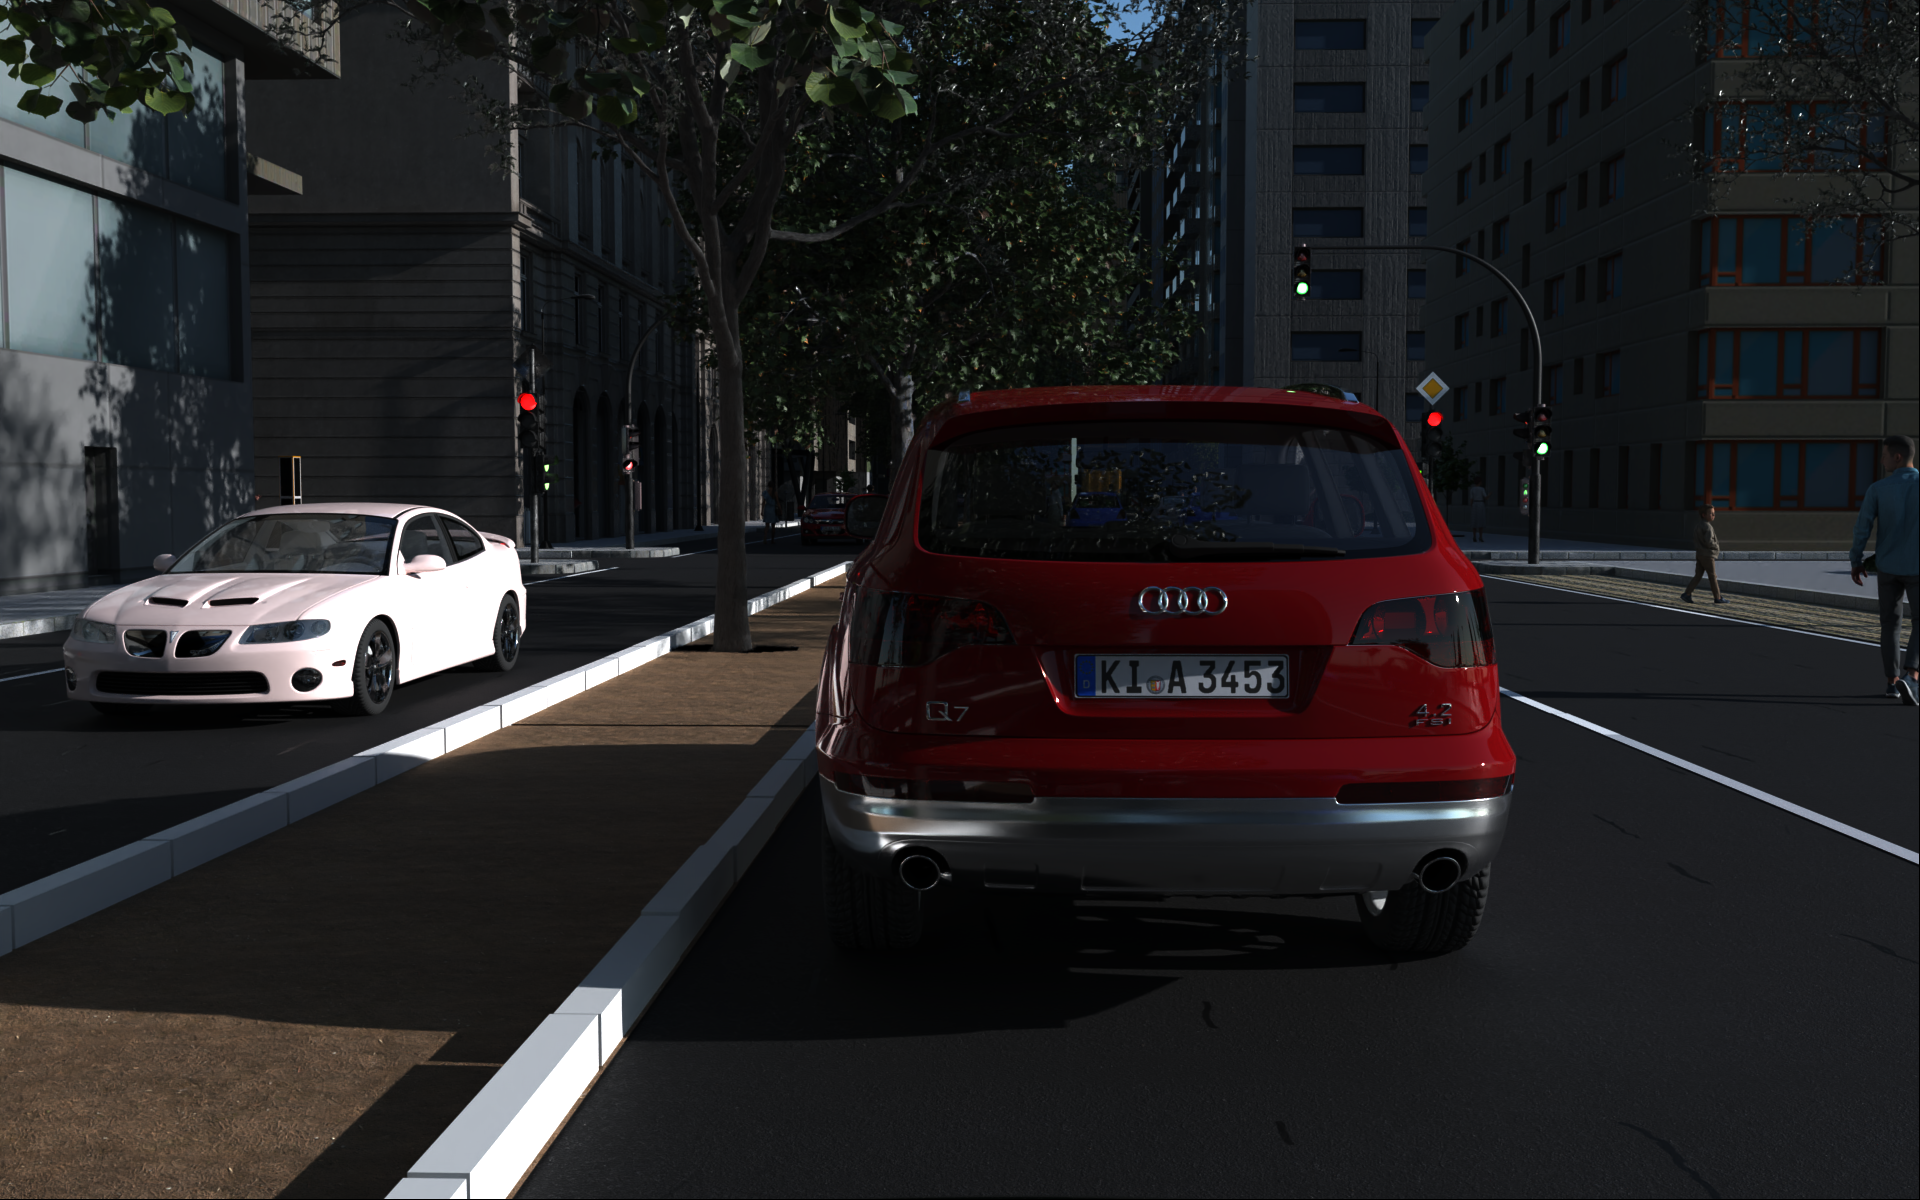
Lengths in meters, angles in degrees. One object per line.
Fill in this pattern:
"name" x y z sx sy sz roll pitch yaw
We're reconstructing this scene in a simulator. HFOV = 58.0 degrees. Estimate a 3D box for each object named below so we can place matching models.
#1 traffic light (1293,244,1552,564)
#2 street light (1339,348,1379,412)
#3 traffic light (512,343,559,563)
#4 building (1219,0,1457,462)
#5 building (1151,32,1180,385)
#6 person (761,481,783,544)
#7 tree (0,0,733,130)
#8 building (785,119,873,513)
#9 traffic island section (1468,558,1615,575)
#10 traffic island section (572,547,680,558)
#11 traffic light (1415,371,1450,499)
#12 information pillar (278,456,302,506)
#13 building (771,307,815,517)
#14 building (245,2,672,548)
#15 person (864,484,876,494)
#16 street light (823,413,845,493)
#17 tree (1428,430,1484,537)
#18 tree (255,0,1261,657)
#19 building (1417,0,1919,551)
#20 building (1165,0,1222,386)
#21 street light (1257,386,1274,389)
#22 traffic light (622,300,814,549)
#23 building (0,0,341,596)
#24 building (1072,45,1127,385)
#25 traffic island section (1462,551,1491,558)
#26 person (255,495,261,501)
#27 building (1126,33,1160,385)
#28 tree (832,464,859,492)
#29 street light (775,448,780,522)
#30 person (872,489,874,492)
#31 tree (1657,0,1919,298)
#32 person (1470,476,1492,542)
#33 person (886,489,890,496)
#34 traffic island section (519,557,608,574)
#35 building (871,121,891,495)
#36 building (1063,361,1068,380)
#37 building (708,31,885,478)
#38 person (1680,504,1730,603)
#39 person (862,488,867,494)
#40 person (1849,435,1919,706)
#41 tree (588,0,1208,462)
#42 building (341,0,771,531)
"traffic light" 8.415 -3.485 31.642 4.771 5.953 1.251 0 4 2
"street light" 12.726 -5.054 55.172 1.470 5.913 1.316 0 4 2
"traffic light" -7.943 -2.654 32.307 0.839 4.253 0.868 0 4 2
"building" 25.379 -33.960 97.247 21.231 58.520 28.212 0 4 2
"building" 25.245 -31.244 160.943 14.600 45.320 14.200 0 4 2
"person" -5.391 -2.505 49.546 0.616 1.811 0.778 1 4 10
"tree" -2.115 -5.664 1.723 9.857 13.997 8.962 0 3 0
"building" -13.842 -21.486 123.002 14.160 30.474 14.107 0 4 2
"traffic island section" 10.548 -0.584 31.827 2.009 0.180 2.903 0 4 2
"traffic island section" -7.718 -1.110 40.424 2.009 0.180 2.903 0 4 2
"traffic light" 10.773 -3.105 39.695 0.839 4.253 0.868 0 4 2
"information pillar" -12.967 -1.778 33.556 0.304 2.012 0.304 0 4 7
"building" -16.766 -14.055 97.250 16.820 18.784 16.811 0 4 2
"building" -15.953 -12.855 51.972 13.314 21.916 24.055 0 4 2
"person" -3.181 -3.263 62.200 0.716 1.782 0.532 -3 4 -36
"street light" -7.268 -7.740 99.083 1.470 5.913 1.316 0 4 2
"tree" 14.643 -3.514 52.055 1.663 3.219 1.824 0 3 0
"tree" -2.044 -6.261 15.198 12.009 13.543 11.850 0 3 0
"building" 31.503 -12.632 51.580 28.899 21.520 27.650 0 4 2
"building" 28.321 -31.732 138.429 23.786 49.044 30.456 0 4 2
"street light" 13.469 -6.249 74.713 1.470 5.913 1.316 0 4 2
"traffic light" -5.585 -4.011 40.254 4.771 5.953 1.251 0 4 2
"building" -24.384 -26.148 16.757 27.495 52.752 28.713 0 4 2
"building" 27.042 -38.051 211.379 27.495 52.752 28.713 0 4 2
"traffic island section" 10.813 -1.072 39.807 2.009 0.180 2.903 0 4 2
"person" -13.696 -1.625 32.973 0.532 1.782 0.716 2 4 25
"building" 28.548 -33.966 179.052 21.300 48.544 21.600 0 4 2
"tree" -7.479 -7.181 112.007 1.663 3.219 1.824 0 3 0
"street light" -7.913 -6.544 79.539 1.470 5.913 1.316 0 4 2
"person" -5.389 -6.048 107.732 0.601 1.785 0.444 -2 4 -32
"tree" 12.579 -6.581 17.974 12.009 13.543 11.850 0 3 0
"person" 13.927 -2.430 46.338 0.480 1.755 0.524 3 5 43
"person" -6.935 -9.973 169.120 0.705 1.822 1.348 2 4 26
"traffic island section" -7.983 -0.622 32.443 2.009 0.180 2.903 0 4 2
"building" -16.099 -34.079 180.894 21.600 48.544 21.300 0 4 2
"building" -1.159 -22.485 212.669 28.899 21.520 27.650 0 4 2
"building" -17.941 -29.977 144.747 22.147 44.769 28.867 0 4 2
"person" 9.702 -0.599 22.571 0.640 1.303 0.475 -1 4 -11
"person" -5.830 -5.896 105.026 0.853 1.813 0.709 1 4 8
"person" 6.503 -0.223 12.004 0.638 1.841 0.748 3 5 40
"tree" -0.876 -6.521 26.080 9.611 12.733 9.660 0 3 0
"building" -15.889 -14.368 76.719 13.314 21.916 24.055 0 4 2
